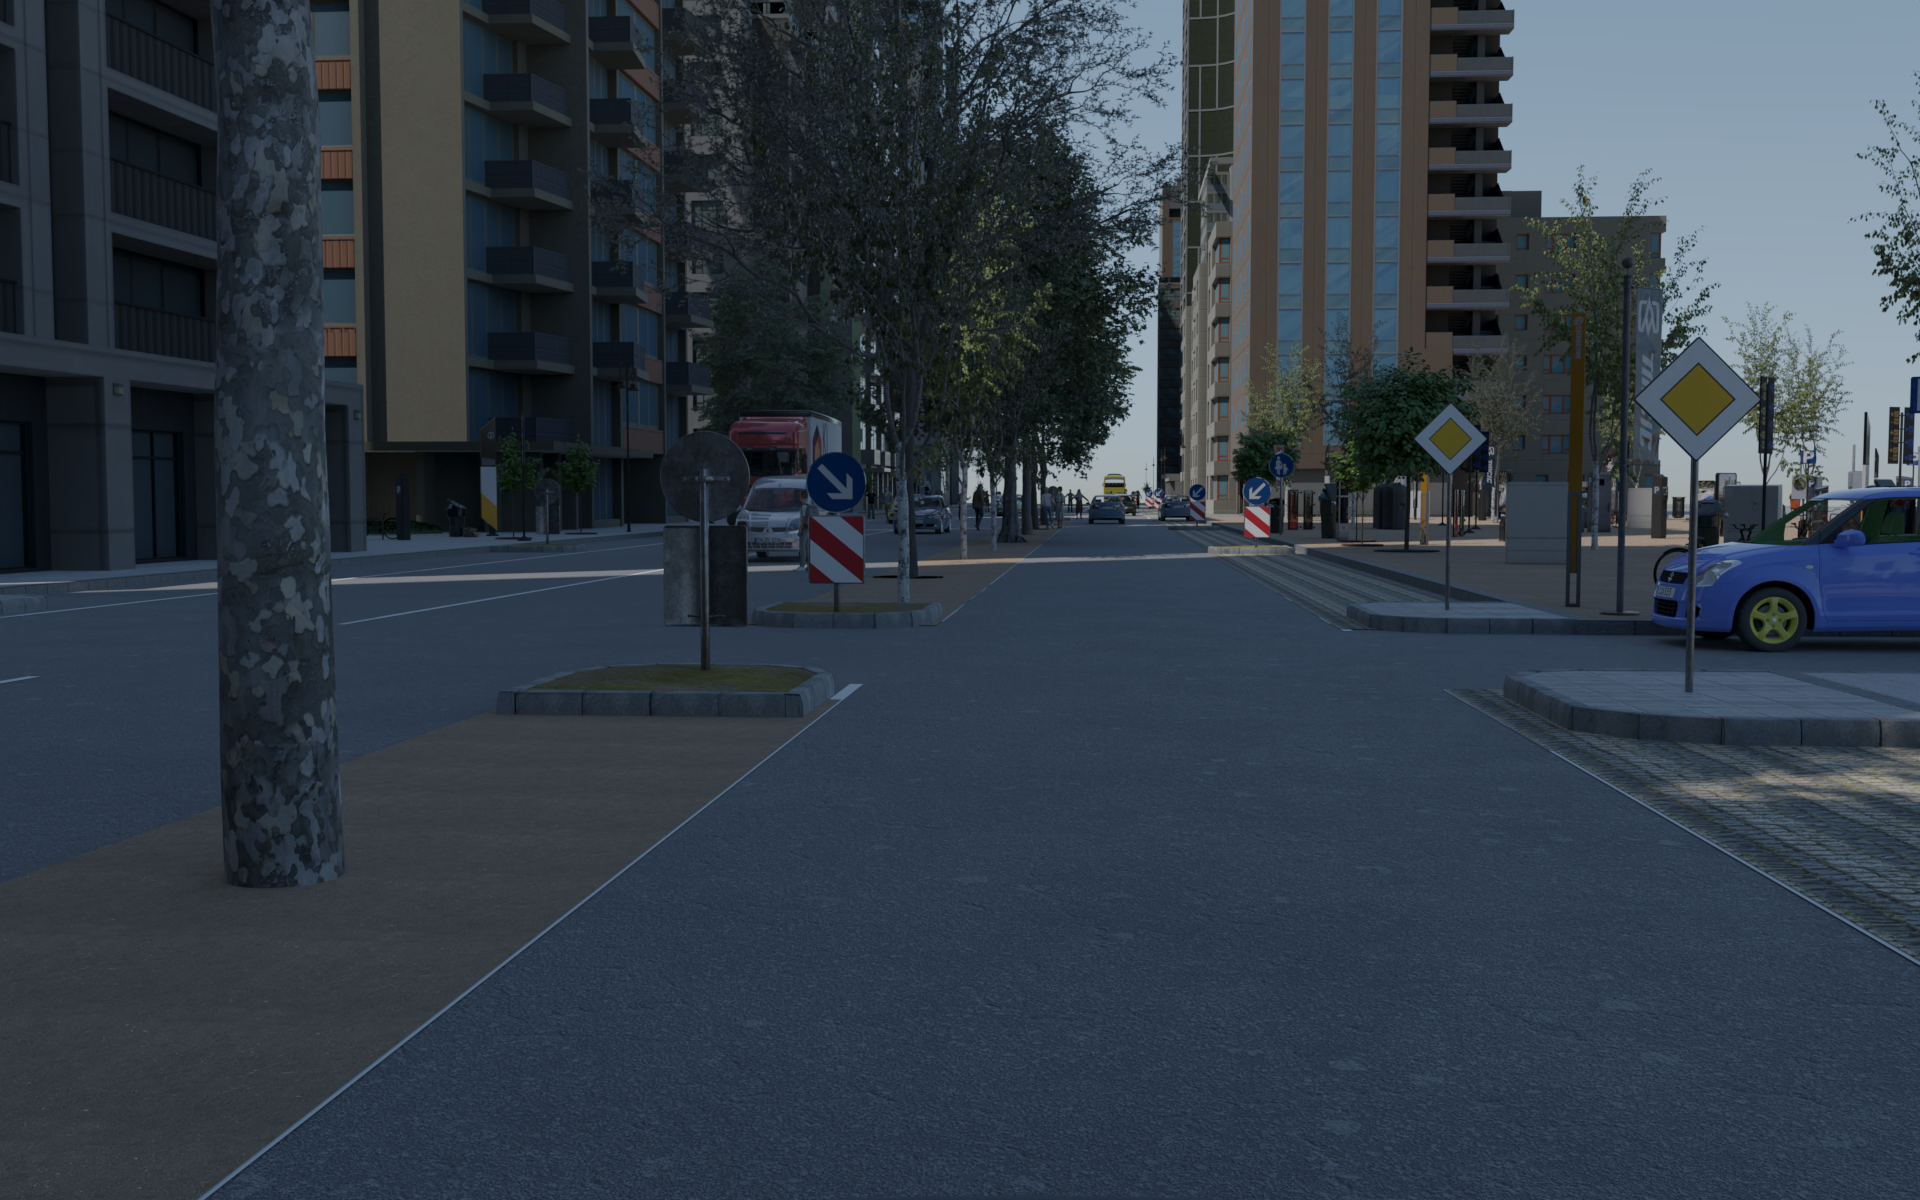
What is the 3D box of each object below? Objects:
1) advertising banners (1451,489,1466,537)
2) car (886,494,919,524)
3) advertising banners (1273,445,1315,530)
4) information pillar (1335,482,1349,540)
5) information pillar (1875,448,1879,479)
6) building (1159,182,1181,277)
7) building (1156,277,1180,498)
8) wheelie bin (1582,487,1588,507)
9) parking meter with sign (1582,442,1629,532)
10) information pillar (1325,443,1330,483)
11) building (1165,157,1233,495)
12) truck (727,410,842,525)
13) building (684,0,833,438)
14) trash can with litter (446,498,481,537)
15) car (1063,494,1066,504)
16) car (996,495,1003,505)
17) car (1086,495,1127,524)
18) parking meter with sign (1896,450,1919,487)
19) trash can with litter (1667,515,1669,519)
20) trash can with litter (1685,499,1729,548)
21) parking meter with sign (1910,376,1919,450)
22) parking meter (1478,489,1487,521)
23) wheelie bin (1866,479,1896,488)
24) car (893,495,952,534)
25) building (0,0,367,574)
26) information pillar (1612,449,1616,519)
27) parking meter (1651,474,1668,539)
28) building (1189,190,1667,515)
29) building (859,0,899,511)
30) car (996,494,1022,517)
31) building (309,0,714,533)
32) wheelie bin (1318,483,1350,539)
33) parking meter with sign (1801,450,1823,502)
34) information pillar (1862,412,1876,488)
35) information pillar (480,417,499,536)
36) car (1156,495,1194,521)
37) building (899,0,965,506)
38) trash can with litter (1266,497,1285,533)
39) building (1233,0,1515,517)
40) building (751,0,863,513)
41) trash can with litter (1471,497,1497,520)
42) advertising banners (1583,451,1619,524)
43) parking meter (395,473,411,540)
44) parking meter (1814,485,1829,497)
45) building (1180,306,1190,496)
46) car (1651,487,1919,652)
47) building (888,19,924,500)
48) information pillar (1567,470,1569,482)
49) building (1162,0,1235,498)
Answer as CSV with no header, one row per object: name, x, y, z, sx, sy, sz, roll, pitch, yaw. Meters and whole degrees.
advertising banners,14.767,-3.385,51.528,0.090,3.025,2.074,2,4,30
car,-2.525,-4.528,84.254,2.015,1.641,3.980,0,4,3
advertising banners,11.910,-4.010,61.758,2.074,3.025,0.090,-2,4,-34
information pillar,10.763,-2.706,48.733,0.304,2.012,0.304,0,4,-5
information pillar,46.455,-5.901,87.840,0.183,3.616,0.504,1,4,12
building,35.131,-36.330,244.109,14.600,45.320,14.200,0,4,5
building,33.180,-28.035,230.073,14.160,30.474,14.107,0,4,5
wheelie bin,26.556,-4.024,73.694,0.693,1.594,0.980,-1,4,-23
parking meter with sign,21.434,-3.780,58.060,1.738,3.016,0.543,0,4,1
information pillar,16.774,-5.367,79.103,0.183,3.616,0.504,0,4,-5
building,38.852,-30.372,188.460,32.217,40.220,23.993,0,4,5
truck,-6.034,-4.361,60.218,2.839,4.237,11.283,0,4,4
building,-15.624,-20.277,103.224,14.160,30.474,14.107,0,4,5
trash can with litter,-14.776,-2.460,51.600,1.055,1.170,0.624,1,4,18
car,13.903,-14.309,242.987,2.155,1.783,4.494,0,4,3
car,4.388,-10.355,181.666,2.083,1.381,4.827,0,4,6
car,7.112,-4.407,84.064,2.014,1.417,4.499,0,4,4
parking meter with sign,39.975,-4.713,73.313,0.543,3.016,1.738,0,4,6
trash can with litter,35.390,-4.744,88.620,1.678,1.210,2.233,-3,4,-36
trash can with litter,15.121,-1.451,35.110,0.624,1.170,1.055,3,5,39
parking meter with sign,14.015,-1.753,24.916,0.543,3.016,1.738,2,4,24
parking meter,25.197,-4.592,83.487,0.372,1.533,0.369,0,3,0
wheelie bin,19.427,-1.750,36.515,0.980,1.594,0.693,-2,4,-31
car,-1.344,-3.160,63.664,2.014,1.417,4.499,0,4,6
building,-23.903,-36.387,33.178,20.563,71.187,20.611,0,4,5
information pillar,33.784,-6.025,89.867,0.504,3.616,0.183,-1,4,-12
parking meter,20.149,-2.701,49.874,0.255,1.863,0.399,-2,4,-28
building,31.188,-17.015,123.230,27.650,21.520,28.899,0,4,5
building,-16.936,-31.853,140.398,23.786,49.044,30.456,0,4,5
car,3.352,-6.043,110.608,2.131,1.459,4.920,0,4,6
building,-22.665,-25.428,70.378,22.147,44.769,28.867,0,4,5
wheelie bin,10.789,-2.583,50.140,0.980,1.594,0.693,-1,4,-21
parking meter with sign,34.254,-4.472,69.381,0.543,3.016,1.738,3,5,45
information pillar,25.867,-3.554,49.469,0.183,3.616,0.504,3,4,39
information pillar,-14.337,-3.752,52.702,0.504,3.616,0.183,-3,4,-37
car,11.419,-4.864,91.536,2.014,1.417,4.499,0,4,4
building,-9.976,-55.845,225.731,22.319,86.520,31.000,0,4,5
trash can with litter,10.302,-2.773,56.732,0.624,1.170,1.055,0,4,6
building,23.522,-27.612,101.563,14.600,45.320,14.200,0,4,5
building,-14.534,-26.510,117.029,14.154,41.232,14.086,0,4,5
trash can with litter,26.757,-4.665,87.332,2.233,1.210,1.678,2,4,25
advertising banners,25.767,-4.550,70.581,2.074,3.025,0.090,-1,4,-9
parking meter,-15.466,-2.592,48.084,0.399,1.863,0.255,3,5,43
parking meter,24.859,-2.544,50.013,0.372,1.533,0.369,0,3,0
building,34.032,-18.817,152.704,27.650,21.520,28.899,0,4,5
car,8.517,-0.412,16.333,3.694,1.707,1.945,0,4,5
building,-10.962,-31.331,162.374,14.600,45.320,14.200,0,4,5
information pillar,18.461,-2.914,52.140,0.304,2.012,0.304,-1,4,-9
building,35.433,-47.278,211.252,20.563,71.187,20.611,0,4,5
